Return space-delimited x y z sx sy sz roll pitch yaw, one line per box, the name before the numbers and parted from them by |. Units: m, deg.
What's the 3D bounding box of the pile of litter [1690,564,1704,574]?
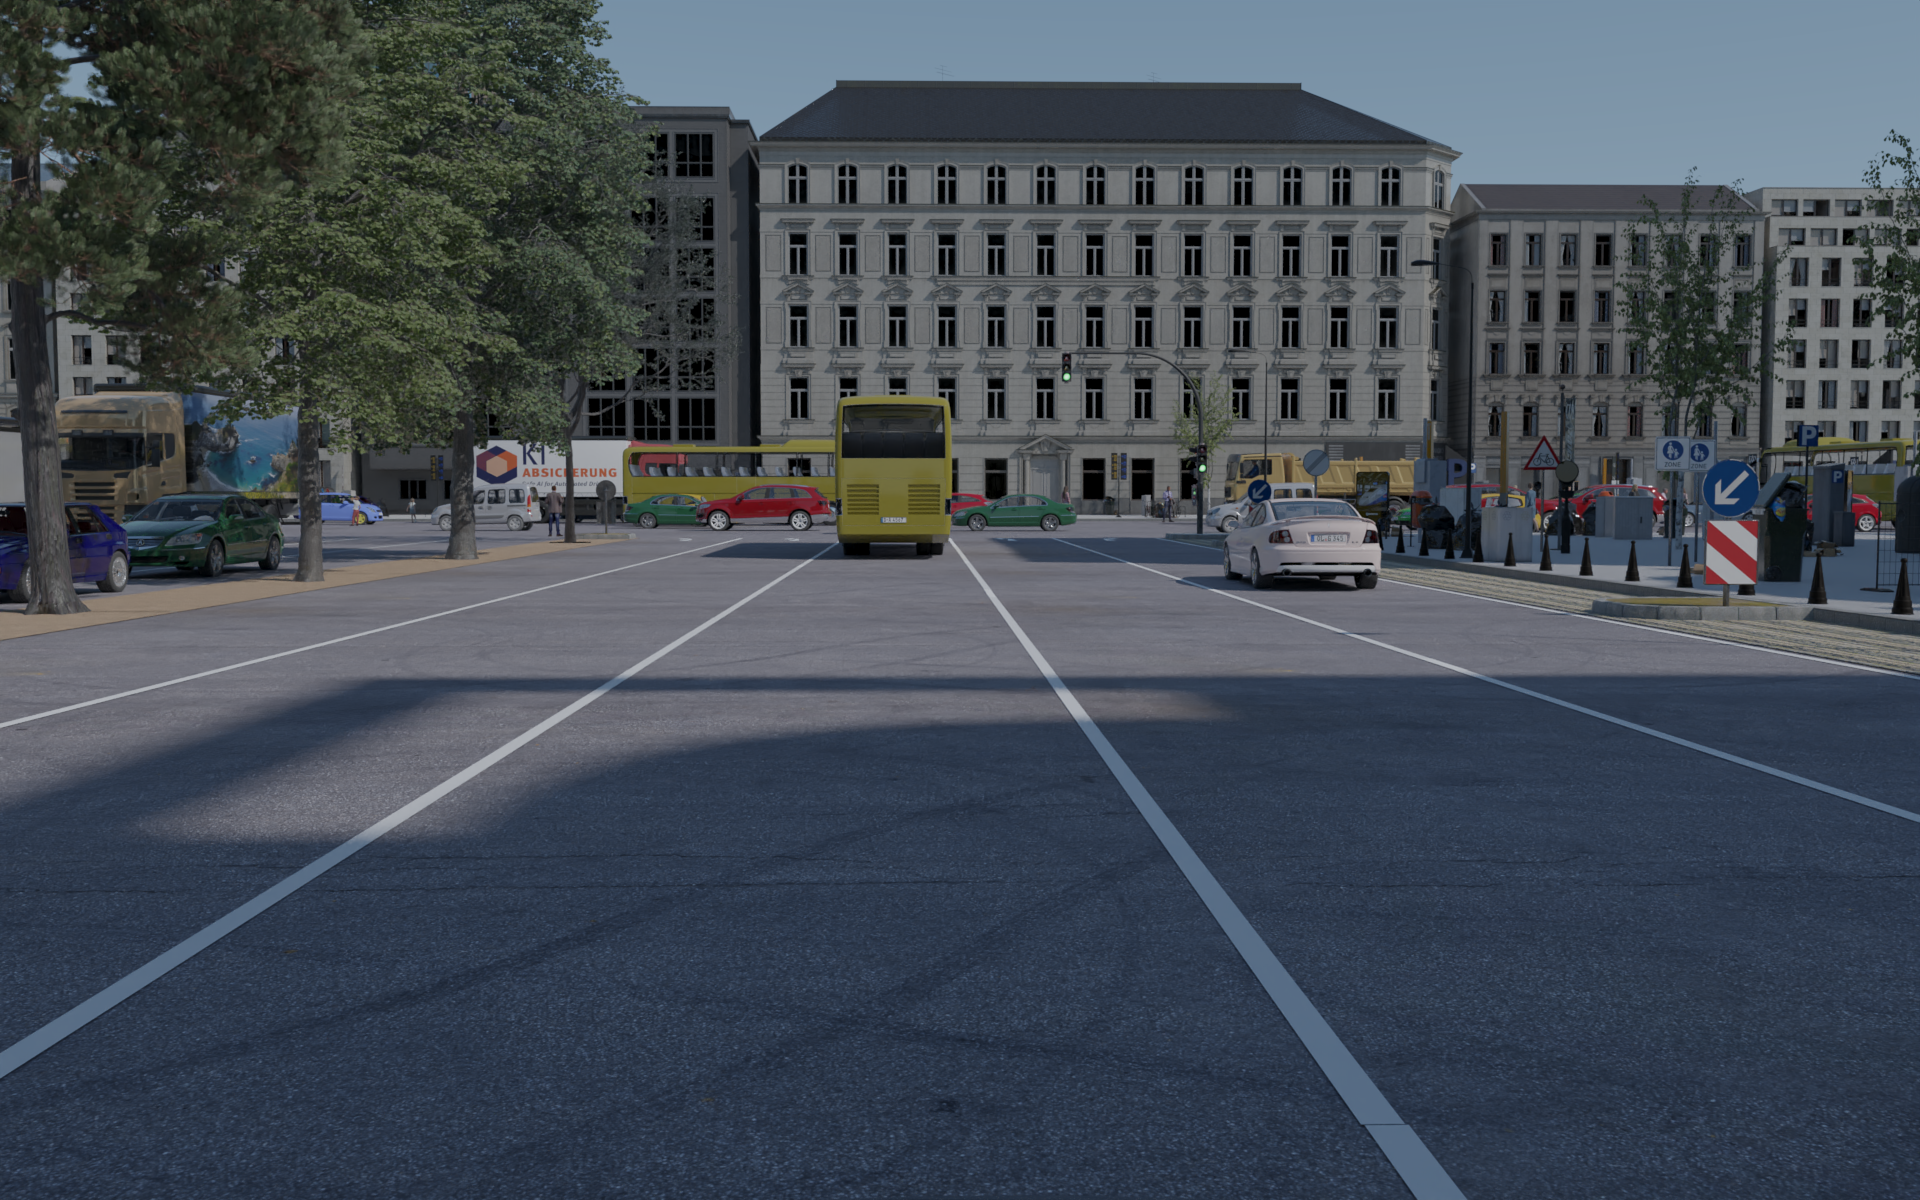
pile of litter | 12.249 -0.828 27.506 1.176 0.858 1.719 0 4 5

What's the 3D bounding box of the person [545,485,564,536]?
person | -13.705 -3.012 58.570 0.655 1.722 0.431 0 4 5

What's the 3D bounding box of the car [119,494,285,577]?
car | -13.808 -1.196 31.359 2.131 1.459 4.920 0 4 -2

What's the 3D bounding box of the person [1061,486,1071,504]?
person | 5.190 -4.634 84.267 0.555 1.821 0.388 2 4 34

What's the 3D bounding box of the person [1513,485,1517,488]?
person | 25.271 -4.310 78.854 0.514 1.842 0.818 0 4 -7

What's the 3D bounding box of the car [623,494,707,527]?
car | -12.757 -4.019 75.939 3.980 1.641 2.015 0 3 0

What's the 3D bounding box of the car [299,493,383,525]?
car | -28.908 -4.362 80.916 3.694 1.707 1.945 0 4 -3

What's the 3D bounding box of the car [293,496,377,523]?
car | -31.207 -4.523 86.528 3.894 1.354 1.945 0 4 -1

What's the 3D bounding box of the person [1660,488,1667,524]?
person | 33.943 -4.528 83.466 0.436 1.711 0.756 3 5 40

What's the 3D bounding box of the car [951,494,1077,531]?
car | 2.087 -3.390 67.222 4.920 1.459 2.131 0 4 -1

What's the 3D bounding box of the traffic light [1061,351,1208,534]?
traffic light | 5.599 -4.939 55.413 4.771 5.953 1.251 0 4 -1

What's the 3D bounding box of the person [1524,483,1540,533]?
person | 19.427 -3.081 58.902 0.581 1.822 0.654 -1 4 -20

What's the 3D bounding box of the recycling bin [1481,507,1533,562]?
recycling bin | 10.400 -1.247 32.942 0.722 1.027 0.722 -1 4 -9

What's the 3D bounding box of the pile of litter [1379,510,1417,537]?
pile of litter | 12.873 -2.339 52.209 1.719 0.858 1.176 1 4 19

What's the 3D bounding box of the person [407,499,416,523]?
person | -27.143 -4.416 85.712 0.505 1.210 0.382 0 4 -4

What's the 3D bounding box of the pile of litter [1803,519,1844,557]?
pile of litter | 17.728 -1.341 35.889 1.719 0.858 1.176 -2 4 -24

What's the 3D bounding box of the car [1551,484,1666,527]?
car | 25.177 -3.648 68.317 5.304 1.827 2.281 0 4 -1

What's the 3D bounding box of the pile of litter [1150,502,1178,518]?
pile of litter | 10.799 -4.796 92.385 1.719 0.858 1.176 3 5 44

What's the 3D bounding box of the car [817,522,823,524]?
car | -5.264 -4.591 83.735 5.304 1.827 2.281 0 4 -3

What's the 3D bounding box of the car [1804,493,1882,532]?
car | 32.652 -3.482 65.975 4.494 1.783 2.155 0 4 -1

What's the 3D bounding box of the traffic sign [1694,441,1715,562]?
traffic sign | 13.890 -1.865 32.630 0.606 2.300 0.079 0 4 4

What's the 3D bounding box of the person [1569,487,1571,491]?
person | 29.475 -4.623 84.069 0.573 1.828 0.580 1 4 13

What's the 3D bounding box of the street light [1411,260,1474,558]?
street light | 9.626 -3.790 34.508 1.470 5.913 1.316 0 4 -1

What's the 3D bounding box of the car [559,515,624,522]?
car | -17.992 -4.619 87.515 4.499 1.417 2.014 0 3 0

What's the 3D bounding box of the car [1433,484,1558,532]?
car | 19.858 -3.380 63.942 5.304 1.827 2.281 0 4 -2

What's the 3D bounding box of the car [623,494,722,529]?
car | -11.569 -3.701 72.307 4.920 1.459 2.131 0 4 -3

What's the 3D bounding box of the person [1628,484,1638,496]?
person | 24.950 -3.396 64.247 0.699 1.804 1.509 2 4 27

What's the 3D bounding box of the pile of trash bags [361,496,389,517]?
pile of trash bags | -34.174 -5.391 97.899 1.912 1.369 3.447 3 4 38

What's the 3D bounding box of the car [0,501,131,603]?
car | -13.053 -0.693 23.916 1.945 1.354 3.894 0 4 -2

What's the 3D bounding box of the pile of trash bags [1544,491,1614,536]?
pile of trash bags | 19.759 -2.730 54.395 1.912 1.369 3.447 3 5 39

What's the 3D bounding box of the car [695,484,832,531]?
car | -7.682 -3.615 67.782 5.304 1.827 2.281 0 4 0

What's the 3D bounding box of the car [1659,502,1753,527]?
car | 32.884 -3.896 75.702 4.499 1.417 2.014 0 4 -2

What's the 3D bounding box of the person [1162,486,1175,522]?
person | 10.604 -4.860 87.835 0.709 1.838 0.599 -2 4 -26

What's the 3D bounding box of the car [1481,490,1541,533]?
car | 18.178 -3.076 60.516 3.980 1.641 2.015 0 4 -2

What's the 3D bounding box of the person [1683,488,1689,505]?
person | 35.541 -4.649 85.098 0.593 1.750 0.643 3 5 44

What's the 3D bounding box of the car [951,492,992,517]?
car | -0.605 -4.317 79.626 4.494 1.783 2.155 0 4 -1

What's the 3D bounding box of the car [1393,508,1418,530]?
car | 19.564 -3.658 68.611 4.718 1.807 1.959 0 4 -3

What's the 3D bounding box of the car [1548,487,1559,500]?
car | 28.380 -4.268 78.586 4.718 1.807 1.959 0 4 -2

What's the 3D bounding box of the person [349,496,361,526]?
person | -27.247 -4.011 77.988 0.340 1.345 0.435 2 4 25

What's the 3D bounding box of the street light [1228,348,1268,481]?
street light | 9.242 -5.068 55.404 1.470 5.913 1.316 0 4 -1

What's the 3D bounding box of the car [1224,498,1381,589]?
car | 5.375 -0.930 27.568 2.083 1.381 4.827 0 4 0

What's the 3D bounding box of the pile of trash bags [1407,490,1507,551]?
pile of trash bags | 11.649 -1.908 40.944 1.912 1.369 3.447 -1 4 -18
